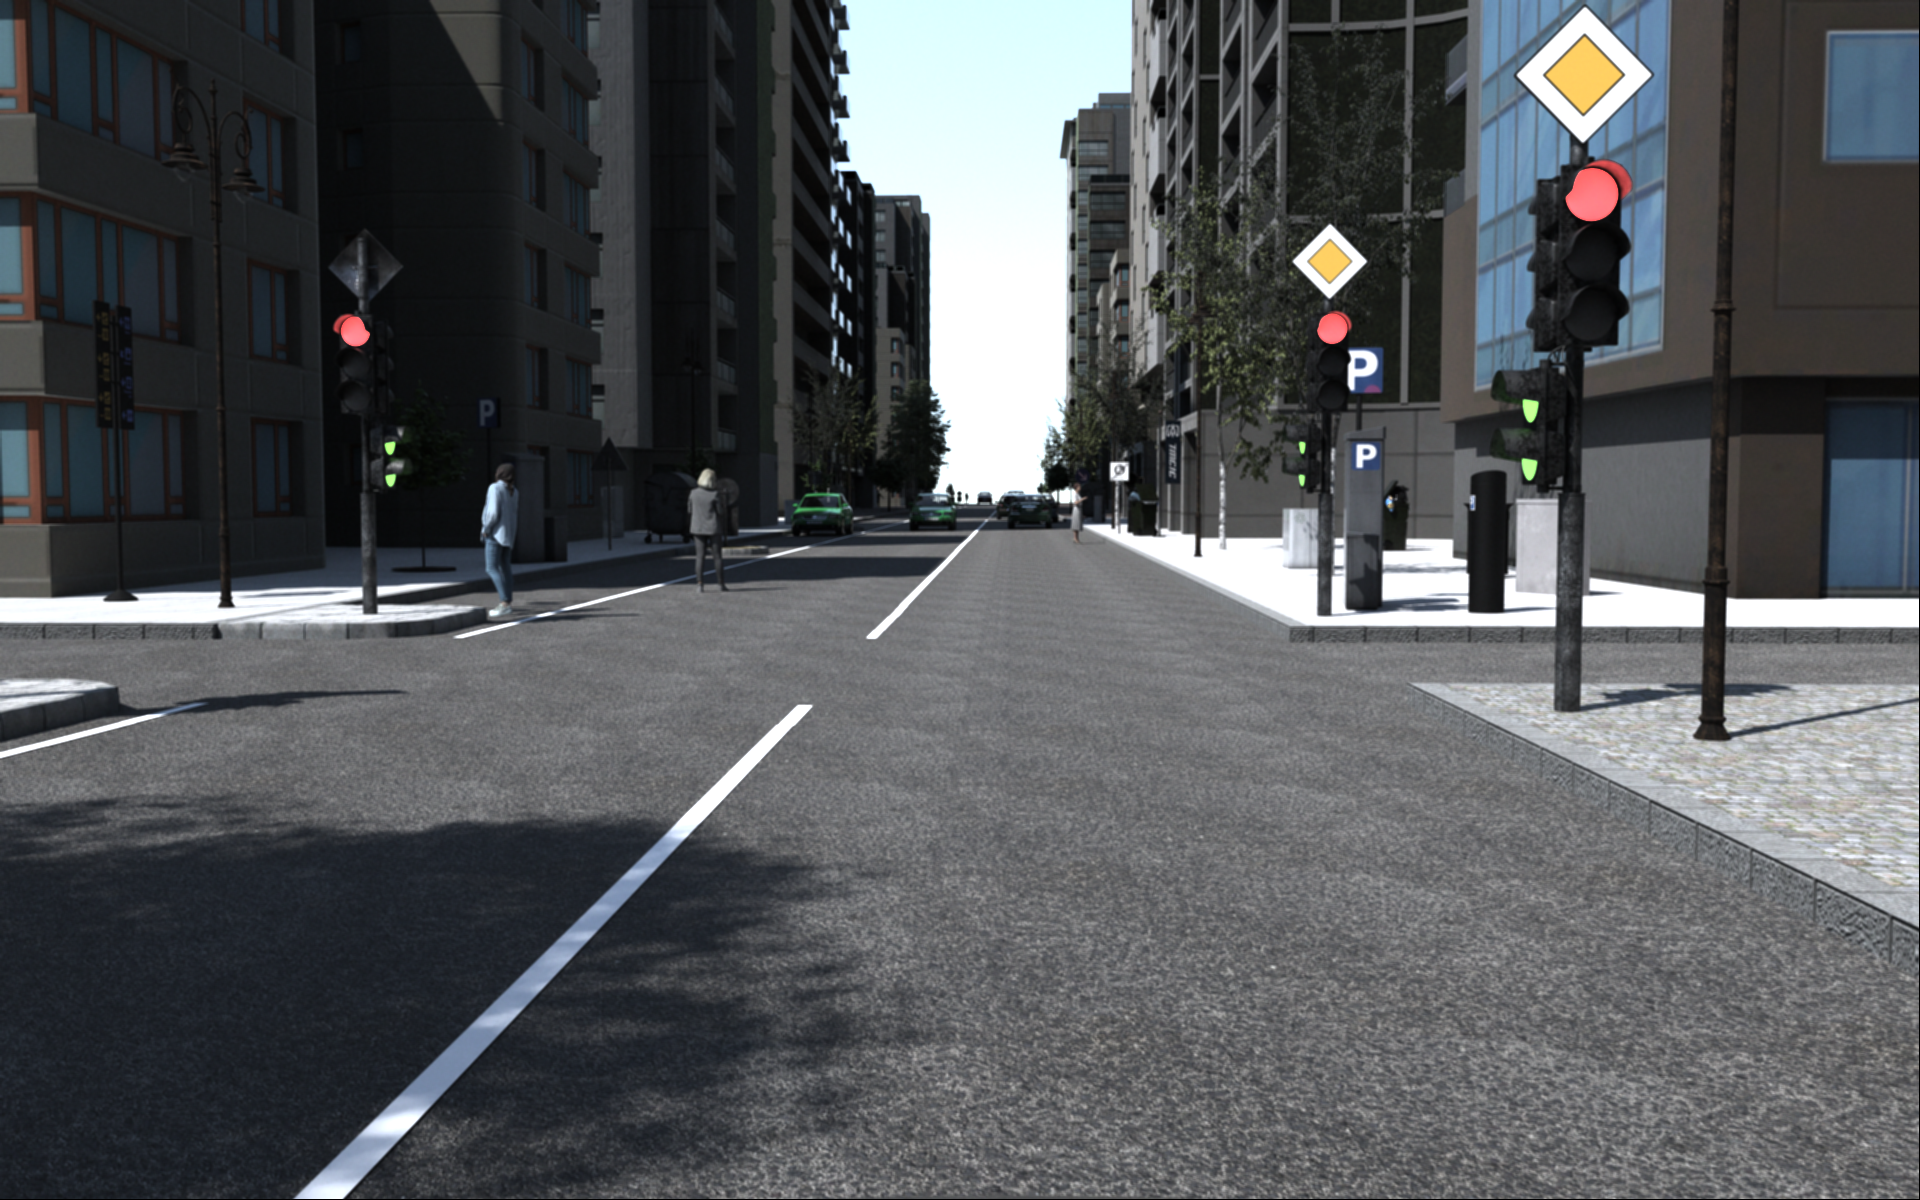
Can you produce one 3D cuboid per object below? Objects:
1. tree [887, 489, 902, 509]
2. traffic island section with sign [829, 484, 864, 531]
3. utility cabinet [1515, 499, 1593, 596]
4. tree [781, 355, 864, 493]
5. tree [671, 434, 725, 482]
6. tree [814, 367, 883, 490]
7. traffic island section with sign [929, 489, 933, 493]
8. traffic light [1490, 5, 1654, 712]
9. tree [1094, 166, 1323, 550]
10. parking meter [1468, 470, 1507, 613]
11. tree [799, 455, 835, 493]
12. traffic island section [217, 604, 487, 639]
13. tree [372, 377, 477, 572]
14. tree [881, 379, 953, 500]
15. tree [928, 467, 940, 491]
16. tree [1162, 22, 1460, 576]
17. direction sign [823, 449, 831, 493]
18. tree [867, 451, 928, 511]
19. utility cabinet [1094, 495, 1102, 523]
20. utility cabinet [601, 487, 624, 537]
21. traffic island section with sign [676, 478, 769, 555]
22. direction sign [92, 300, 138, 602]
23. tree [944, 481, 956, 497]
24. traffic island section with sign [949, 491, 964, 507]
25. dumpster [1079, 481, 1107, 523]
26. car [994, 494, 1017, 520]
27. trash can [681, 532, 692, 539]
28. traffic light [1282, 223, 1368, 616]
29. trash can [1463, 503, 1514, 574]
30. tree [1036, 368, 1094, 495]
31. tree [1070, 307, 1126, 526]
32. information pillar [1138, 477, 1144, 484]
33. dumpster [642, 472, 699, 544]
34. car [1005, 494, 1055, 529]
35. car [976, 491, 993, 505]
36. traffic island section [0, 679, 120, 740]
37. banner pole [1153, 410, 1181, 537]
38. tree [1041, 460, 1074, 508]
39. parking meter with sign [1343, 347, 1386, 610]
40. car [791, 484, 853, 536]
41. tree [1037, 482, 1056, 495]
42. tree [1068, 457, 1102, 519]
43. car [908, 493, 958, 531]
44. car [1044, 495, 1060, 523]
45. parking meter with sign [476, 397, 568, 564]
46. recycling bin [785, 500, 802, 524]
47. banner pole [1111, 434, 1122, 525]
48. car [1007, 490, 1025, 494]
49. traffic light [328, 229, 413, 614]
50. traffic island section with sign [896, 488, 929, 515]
[{"bbox_3d":[-5.398,-9.404,148.352,1.663,3.219,1.824,0,3,0],"label":"tree"},{"bbox_3d":[-4.825,-3.655,68.380,1.989,1.847,2.006,0,4,2],"label":"traffic island section with sign"},{"bbox_3d":[7.598,-0.674,22.182,0.306,1.237,1.020,-2,4,-26],"label":"utility cabinet"},{"bbox_3d":[-7.132,-8.586,90.743,4.360,8.622,3.978,0,3,0],"label":"tree"},{"bbox_3d":[-8.592,-3.759,56.059,1.663,3.219,1.824,0,3,0],"label":"tree"},{"bbox_3d":[-6.503,-9.074,98.727,4.737,8.622,4.395,0,3,0],"label":"tree"},{"bbox_3d":[-2.492,-8.344,145.050,1.989,1.847,2.006,0,4,2],"label":"traffic island section with sign"},{"bbox_3d":[3.574,-1.297,10.135,0.839,4.253,0.868,0,4,2],"label":"traffic light"},{"bbox_3d":[6.272,-5.456,39.560,4.737,8.622,4.395,0,3,0],"label":"tree"},{"bbox_3d":[5.705,-0.631,18.734,0.372,1.533,0.369,0,3,0],"label":"parking meter"},{"bbox_3d":[-6.787,-5.508,84.654,1.663,3.219,1.824,0,3,0],"label":"tree"},{"bbox_3d":[-6.331,0.229,18.542,2.009,0.180,2.903,0,4,2],"label":"traffic island section"},{"bbox_3d":[-9.034,-2.087,28.717,1.663,3.219,1.824,0,3,0],"label":"tree"},{"bbox_3d":[-4.007,-15.413,170.134,7.486,12.596,7.792,0,3,0],"label":"tree"},{"bbox_3d":[-3.731,-12.675,190.944,4.285,4.588,4.351,0,3,0],"label":"tree"},{"bbox_3d":[5.606,-4.689,27.035,4.360,8.622,3.978,0,3,0],"label":"tree"},{"bbox_3d":[-6.728,-5.847,87.593,0.379,3.537,0.876,1,4,18],"label":"direction sign"},{"bbox_3d":[-5.377,-9.019,131.168,4.285,4.588,4.351,0,3,0],"label":"tree"},{"bbox_3d":[6.116,-4.014,76.792,0.306,1.237,1.020,1,4,10],"label":"utility cabinet"},{"bbox_3d":[-10.243,-2.587,50.972,0.318,1.500,1.173,-2,4,-30],"label":"utility cabinet"},{"bbox_3d":[-5.630,-2.007,41.436,1.989,1.847,2.006,0,4,2],"label":"traffic island section with sign"},{"bbox_3d":[-10.097,-1.757,20.730,0.379,3.537,0.876,0,4,1],"label":"direction sign"},{"bbox_3d":[-1.290,-15.669,250.789,1.663,3.219,1.824,0,3,0],"label":"tree"},{"bbox_3d":[-0.816,-11.739,200.562,1.989,1.847,2.006,0,4,2],"label":"traffic island section with sign"},{"bbox_3d":[6.026,-4.465,78.766,1.264,1.857,1.865,0,4,2],"label":"dumpster"},{"bbox_3d":[2.947,-5.391,97.931,2.009,1.686,4.222,0,4,2],"label":"car"},{"bbox_3d":[-7.768,-2.350,50.078,0.748,1.137,0.748,0,3,0],"label":"trash can"},{"bbox_3d":[3.816,-1.786,18.116,0.839,4.253,0.868,0,4,2],"label":"traffic light"},{"bbox_3d":[8.095,-0.912,26.560,0.748,1.137,0.748,0,3,0],"label":"trash can"},{"bbox_3d":[7.431,-9.160,100.123,4.737,8.622,4.395,0,3,0],"label":"tree"},{"bbox_3d":[6.513,-7.256,68.995,4.360,8.622,3.978,0,3,0],"label":"tree"},{"bbox_3d":[7.806,-4.316,75.056,0.304,2.012,0.304,0,4,4],"label":"information pillar"},{"bbox_3d":[-7.560,-2.427,45.442,1.264,1.857,1.865,0,4,2],"label":"dumpster"},{"bbox_3d":[2.944,-3.726,72.713,2.131,1.459,4.920,0,4,3],"label":"car"},{"bbox_3d":[3.362,-13.835,234.879,2.281,1.827,5.304,0,4,1],"label":"car"},{"bbox_3d":[-6.573,0.717,10.561,2.009,0.180,2.903,0,4,2],"label":"traffic island section"},{"bbox_3d":[6.205,-3.780,51.818,0.863,3.779,0.401,0,4,-2],"label":"banner pole"},{"bbox_3d":[9.031,-10.791,160.145,4.285,4.588,4.351,0,3,0],"label":"tree"},{"bbox_3d":[4.614,-1.445,19.884,0.543,3.016,1.738,1,4,10],"label":"parking meter with sign"},{"bbox_3d":[-4.807,-3.178,60.748,1.959,1.807,4.718,0,4,3],"label":"car"},{"bbox_3d":[12.010,-14.701,234.956,1.663,3.219,1.824,0,3,0],"label":"tree"},{"bbox_3d":[6.451,-5.857,90.368,1.663,3.219,1.824,0,3,0],"label":"tree"},{"bbox_3d":[-1.064,-3.675,68.882,1.959,1.807,4.718,0,4,1],"label":"car"},{"bbox_3d":[4.115,-4.673,88.405,2.014,1.417,4.499,0,4,1],"label":"car"},{"bbox_3d":[-8.062,-2.190,32.074,0.543,3.016,1.738,2,4,34],"label":"parking meter with sign"},{"bbox_3d":[-6.993,-3.747,73.824,0.722,1.027,0.722,2,4,32],"label":"recycling bin"},{"bbox_3d":[6.559,-4.999,71.750,0.401,3.779,0.863,2,4,30],"label":"banner pole"},{"bbox_3d":[5.208,-9.381,162.047,2.281,1.827,5.304,0,4,1],"label":"car"},{"bbox_3d":[-6.291,-1.803,18.406,0.839,4.253,0.868,0,4,2],"label":"traffic light"},{"bbox_3d":[-3.321,-6.696,118.108,1.989,1.847,2.006,0,4,2],"label":"traffic island section with sign"}]
